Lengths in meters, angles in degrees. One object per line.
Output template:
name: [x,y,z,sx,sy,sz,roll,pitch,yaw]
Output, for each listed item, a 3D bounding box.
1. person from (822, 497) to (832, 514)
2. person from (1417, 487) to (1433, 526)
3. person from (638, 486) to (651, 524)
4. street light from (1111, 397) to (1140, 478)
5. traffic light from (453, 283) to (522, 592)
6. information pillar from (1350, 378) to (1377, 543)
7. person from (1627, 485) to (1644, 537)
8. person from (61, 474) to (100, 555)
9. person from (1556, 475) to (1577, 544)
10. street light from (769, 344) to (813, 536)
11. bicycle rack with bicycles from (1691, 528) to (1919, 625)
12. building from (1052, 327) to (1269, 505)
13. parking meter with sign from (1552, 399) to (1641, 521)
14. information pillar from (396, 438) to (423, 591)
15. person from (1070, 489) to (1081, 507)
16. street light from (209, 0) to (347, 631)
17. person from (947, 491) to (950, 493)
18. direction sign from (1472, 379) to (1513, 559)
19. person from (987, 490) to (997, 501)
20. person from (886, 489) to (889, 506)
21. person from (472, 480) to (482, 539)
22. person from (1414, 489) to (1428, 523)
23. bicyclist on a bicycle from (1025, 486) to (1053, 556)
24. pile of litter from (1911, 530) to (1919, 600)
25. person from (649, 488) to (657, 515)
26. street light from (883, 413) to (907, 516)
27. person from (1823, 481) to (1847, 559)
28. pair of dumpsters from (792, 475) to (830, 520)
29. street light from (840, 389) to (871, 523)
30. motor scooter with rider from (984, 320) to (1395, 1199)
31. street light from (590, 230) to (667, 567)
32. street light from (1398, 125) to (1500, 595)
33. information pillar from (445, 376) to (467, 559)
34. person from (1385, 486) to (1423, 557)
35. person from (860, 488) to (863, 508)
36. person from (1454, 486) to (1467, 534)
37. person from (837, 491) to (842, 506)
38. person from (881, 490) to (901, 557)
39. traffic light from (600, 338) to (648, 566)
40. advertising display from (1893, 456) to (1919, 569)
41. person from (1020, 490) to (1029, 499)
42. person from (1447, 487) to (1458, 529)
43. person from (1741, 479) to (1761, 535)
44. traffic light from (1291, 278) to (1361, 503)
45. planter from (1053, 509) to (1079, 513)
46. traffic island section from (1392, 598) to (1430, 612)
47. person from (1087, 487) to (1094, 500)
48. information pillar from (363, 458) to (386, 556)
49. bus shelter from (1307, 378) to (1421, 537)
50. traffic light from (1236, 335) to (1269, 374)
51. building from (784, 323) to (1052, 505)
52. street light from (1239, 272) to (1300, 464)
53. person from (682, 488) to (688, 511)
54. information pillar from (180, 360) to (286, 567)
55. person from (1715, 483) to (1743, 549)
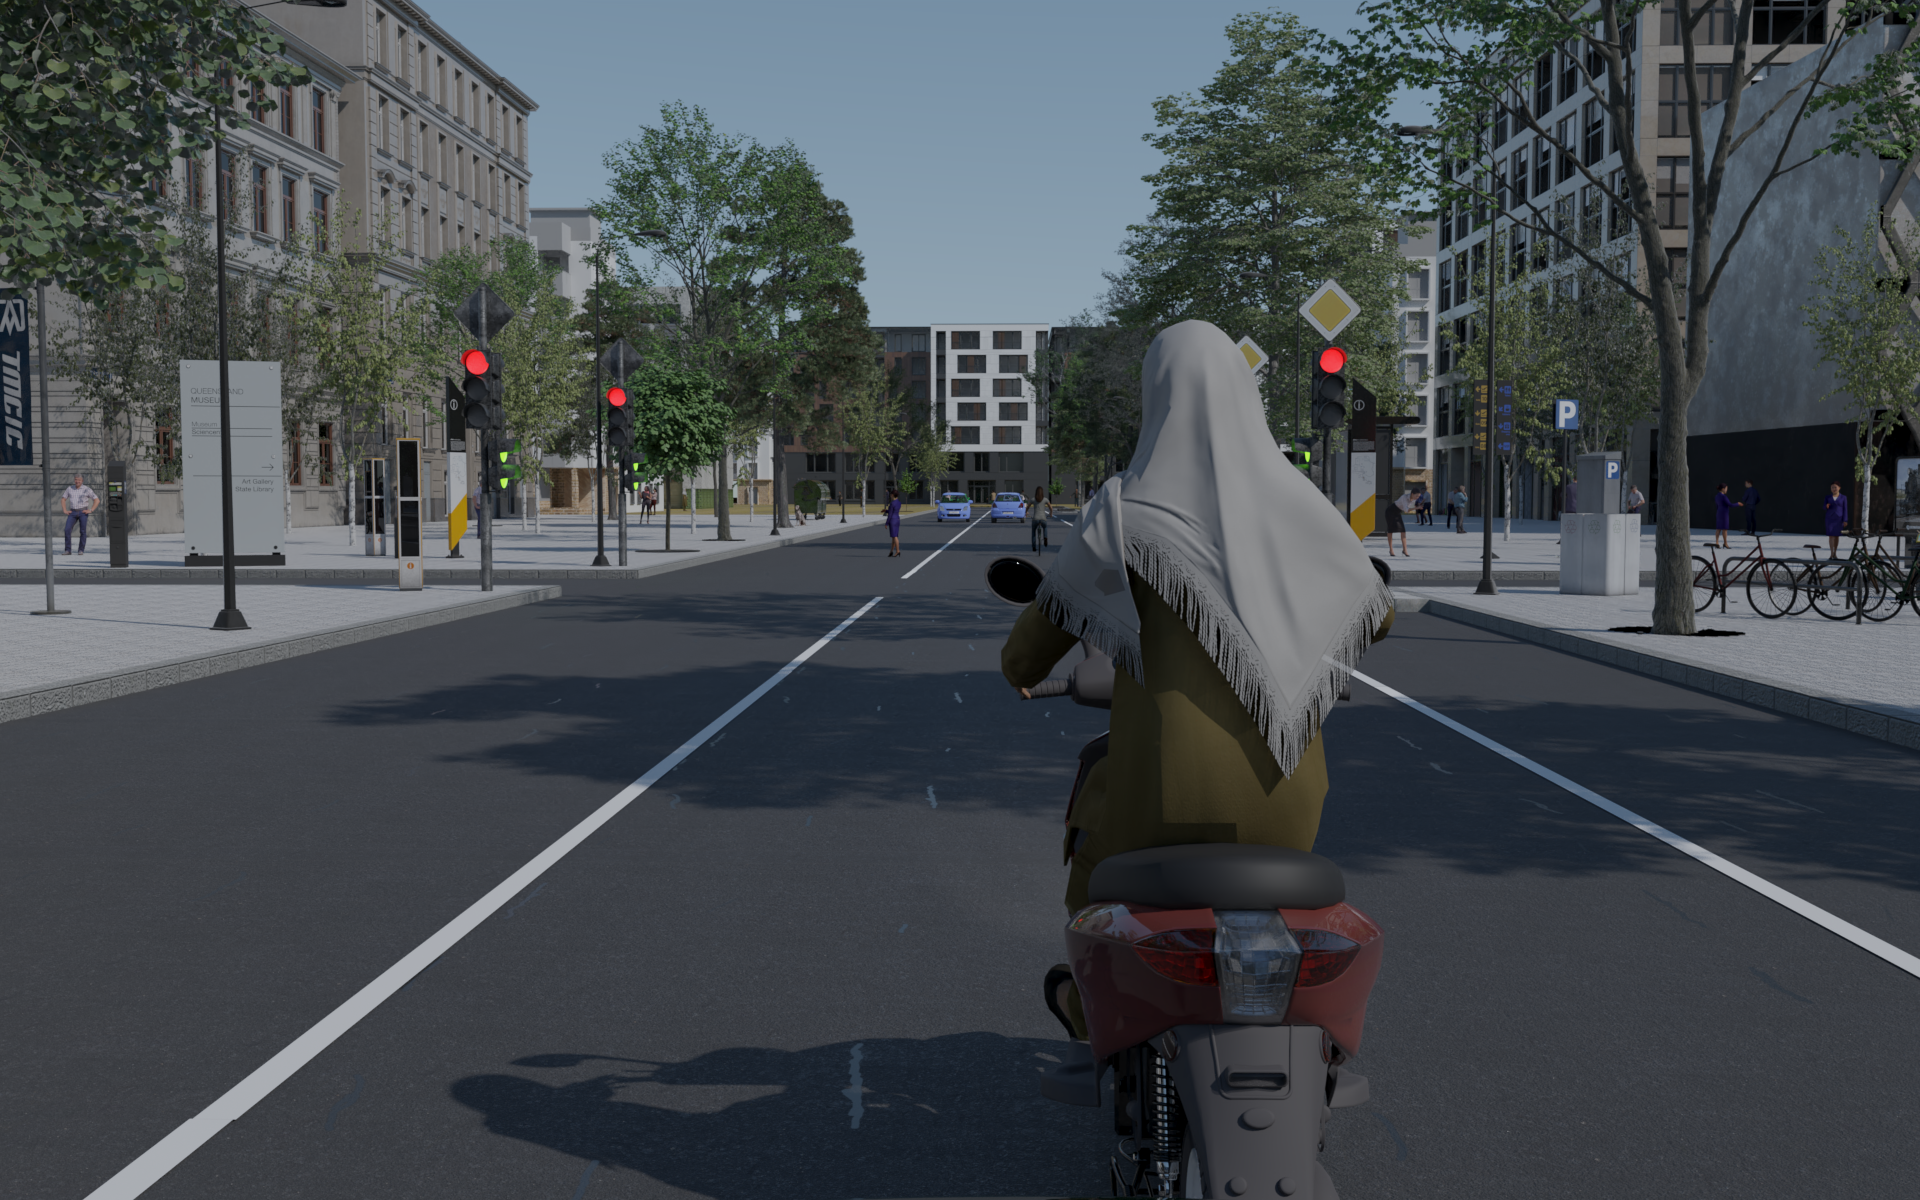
person: [-9.025,-6.510,112.569,1.350,1.814,0.705,-1,4,-10]
person: [18.860,-3.790,70.227,0.590,1.554,0.614,2,4,31]
person: [-13.565,-4.103,74.597,0.415,1.643,0.593,3,5,42]
street light: [7.992,-6.733,82.629,1.470,5.913,1.316,0,4,2]
traffic light: [-6.223,-2.048,22.736,0.839,4.213,0.868,0,4,2]
information pillar: [8.070,-2.652,34.713,0.504,3.616,0.183,1,4,16]
person: [20.237,-2.668,51.874,0.590,1.554,0.614,-1,4,-18]
person: [-18.518,-1.797,36.359,0.756,1.711,0.436,0,4,0]
person: [15.570,-2.302,44.134,0.683,1.767,0.568,1,4,13]
street light: [-5.190,-4.949,53.450,1.470,5.913,1.316,0,4,2]
bicycle rack with bicycles: [9.287,-0.278,17.927,2.852,0.926,2.925,-1,4,-19]
building: [27.778,-23.094,221.561,32.646,21.610,27.936,0,4,2]
parking meter with sign: [11.511,-2.141,31.259,0.543,3.016,1.738,-2,4,-25]
information pillar: [-7.283,-1.128,22.931,0.304,2.012,0.304,-1,4,-16]
person: [11.599,-10.171,172.363,1.348,1.821,0.705,0,4,-6]
street light: [-6.367,-2.670,16.199,1.470,5.913,1.316,0,4,2]
person: [-1.024,-8.780,152.718,0.551,1.740,0.621,2,4,25]
direction sign: [10.549,-2.592,34.372,0.876,3.537,0.379,-1,4,-18]
person: [3.218,-9.714,167.417,1.348,1.812,0.705,-1,4,-23]
person: [-7.715,-10.662,180.815,0.568,1.767,0.683,0,4,1]
person: [-13.741,-2.621,49.828,0.436,1.711,0.756,1,4,18]
person: [20.123,-4.103,75.820,0.574,1.496,0.600,0,4,-3]
bicyclist on a bicycle: [1.841,-1.849,40.252,1.499,1.676,1.625,0,4,3]
pile of litter: [12.092,-0.436,21.099,1.176,0.858,1.719,3,5,41]
person: [-18.535,-5.923,104.342,0.566,1.644,0.517,0,4,-7]
street light: [-3.747,-7.749,99.240,1.470,5.913,1.316,0,4,2]
person: [17.157,-1.561,33.944,0.453,1.535,0.546,1,4,11]
pair of dumpsters: [-7.484,-5.154,86.763,1.574,2.255,4.436,0,4,2]
street light: [-4.610,-6.346,76.298,1.470,5.913,1.316,0,4,2]
motor scooter with rider: [0.482,0.347,3.290,0.876,1.779,1.986,0,4,1]
street light: [-5.848,-3.551,30.604,1.470,5.913,1.316,0,4,2]
street light: [6.192,-3.024,21.985,1.470,5.913,1.316,0,4,2]
information pillar: [-10.066,-2.645,34.603,0.183,3.616,0.504,2,4,25]
person: [9.091,-1.603,35.434,0.799,1.438,0.628,1,4,20]
person: [-9.167,-9.561,161.988,0.705,1.869,1.348,1,4,10]
person: [16.086,-2.899,55.661,0.429,1.552,0.499,1,4,19]
person: [-13.022,-10.855,186.693,0.721,1.735,1.217,-2,4,-34]
person: [-1.602,-1.743,39.364,0.546,1.535,0.453,1,4,13]
traffic light: [-5.983,-2.537,30.718,0.839,4.213,0.868,0,4,2]
advertising display: [16.383,-1.497,29.689,0.123,1.923,0.974,0,4,-7]
person: [5.736,-9.143,158.007,1.348,1.821,0.705,-1,4,-21]
person: [18.320,-3.414,64.073,0.614,1.554,0.590,-1,4,-22]
person: [24.582,-2.889,53.989,0.576,1.737,0.504,-3,4,-38]
traffic light: [4.734,-2.029,22.424,0.839,4.213,0.868,0,4,2]
planter: [8.071,-6.800,132.316,1.991,0.319,1.994,0,4,2]
traffic island section: [4.773,-0.016,22.536,2.009,0.180,2.903,0,4,2]
person: [10.850,-8.414,143.473,0.709,1.838,0.599,-3,4,-37]
information pillar: [-12.072,-1.910,35.727,0.304,2.012,0.304,2,4,34]
bus shelter: [11.458,-4.479,50.858,2.179,5.291,8.768,0,4,2]
traffic light: [4.974,-2.517,30.406,0.839,4.213,0.868,0,4,2]
building: [-5.266,-23.101,221.670,32.646,21.610,27.936,0,4,2]
street light: [6.536,-3.903,36.363,1.470,5.913,1.316,0,4,2]
person: [-20.703,-7.581,130.723,0.721,1.736,1.217,0,4,1]
information pillar: [-12.879,-2.408,30.687,1.656,3.620,0.184,-1,4,-18]
person: [17.900,-1.959,40.440,0.546,1.535,0.453,-2,4,-25]
